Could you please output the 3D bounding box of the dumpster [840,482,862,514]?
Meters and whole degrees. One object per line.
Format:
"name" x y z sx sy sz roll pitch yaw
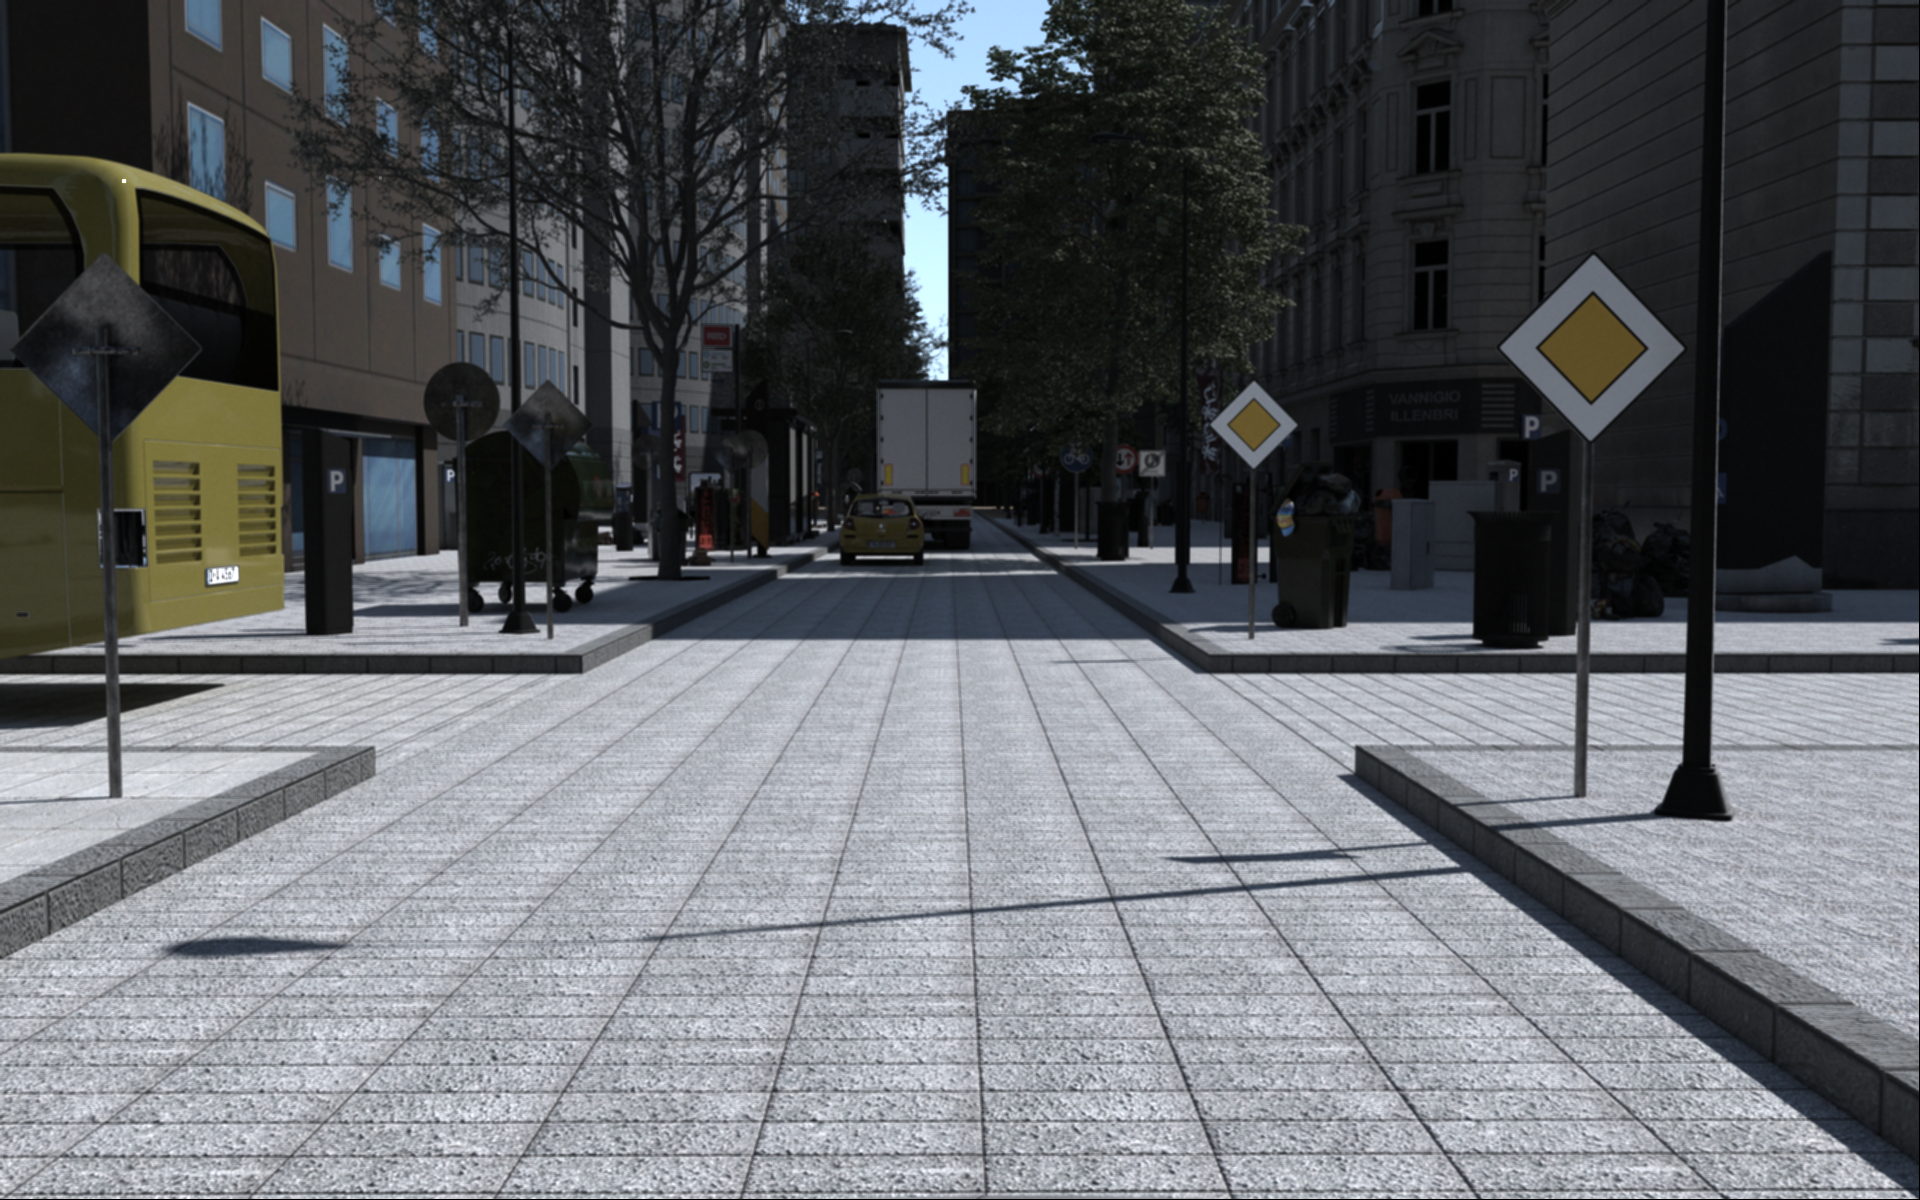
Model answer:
"dumpster" -5.236 -4.596 80.908 1.264 1.857 1.865 0 4 0

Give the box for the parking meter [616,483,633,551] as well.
"parking meter" -7.571 -1.875 39.068 0.372 1.533 0.369 0 3 0

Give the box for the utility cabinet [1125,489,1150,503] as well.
"utility cabinet" 8.050 -4.290 78.826 1.173 1.500 0.318 0 4 -5

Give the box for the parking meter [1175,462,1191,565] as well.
"parking meter" 4.070 -1.586 31.635 0.255 1.863 0.399 0 4 5

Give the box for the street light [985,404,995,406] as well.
"street light" 1.982 -7.152 89.477 1.470 5.913 1.316 0 4 0

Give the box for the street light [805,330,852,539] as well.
"street light" -3.758 -4.693 49.269 1.470 5.913 1.316 0 4 0

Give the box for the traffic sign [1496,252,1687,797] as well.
"traffic sign" 2.627 -0.223 7.281 0.795 2.450 0.064 0 4 0

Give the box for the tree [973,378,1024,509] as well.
"tree" 3.233 -13.690 149.593 9.928 11.665 9.643 0 3 0

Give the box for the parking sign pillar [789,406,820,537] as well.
"parking sign pillar" -4.985 -3.911 52.416 1.447 3.967 1.447 -2 4 -26

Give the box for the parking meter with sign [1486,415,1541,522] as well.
"parking meter with sign" 12.210 -2.608 38.899 0.543 3.016 1.738 -2 4 -23

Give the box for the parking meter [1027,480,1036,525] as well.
"parking meter" 2.940 -4.013 71.323 0.255 1.863 0.399 2 4 32

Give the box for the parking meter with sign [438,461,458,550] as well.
"parking meter with sign" -12.012 -2.683 40.127 1.738 3.016 0.543 3 4 36

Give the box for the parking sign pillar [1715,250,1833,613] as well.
"parking sign pillar" 8.946 -1.882 19.243 1.447 3.967 1.447 -1 4 -17

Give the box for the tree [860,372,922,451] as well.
"tree" -4.947 -12.789 134.847 9.928 11.665 9.643 0 3 0

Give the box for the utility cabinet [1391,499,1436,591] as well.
"utility cabinet" 6.146 -0.752 23.459 0.306 1.237 1.020 2 4 32

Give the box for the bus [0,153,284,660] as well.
"bus" -11.209 -1.239 11.811 12.252 3.916 2.896 0 4 -1

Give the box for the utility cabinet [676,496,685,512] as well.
"utility cabinet" -9.337 -2.744 56.019 1.020 1.237 0.306 3 5 42

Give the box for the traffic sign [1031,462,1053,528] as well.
"traffic sign" 2.696 -3.476 56.935 0.768 2.556 0.104 0 4 2

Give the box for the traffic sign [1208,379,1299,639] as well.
"traffic sign" 2.576 -0.711 15.266 0.795 2.450 0.064 0 4 0

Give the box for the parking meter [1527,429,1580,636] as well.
"parking meter" 5.407 -0.617 15.798 0.255 1.863 0.399 -3 5 -43

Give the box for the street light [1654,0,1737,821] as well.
"street light" 2.419 -2.095 6.790 1.470 5.913 1.316 0 4 0

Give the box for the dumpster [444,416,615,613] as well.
"dumpster" -4.812 -1.037 19.452 1.502 2.255 1.985 0 4 0

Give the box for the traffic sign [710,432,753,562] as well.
"traffic sign" -4.273 -1.910 32.422 0.795 2.450 0.064 0 4 1

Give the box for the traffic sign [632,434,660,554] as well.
"traffic sign" -6.605 -2.245 36.805 0.768 2.556 0.104 0 4 6

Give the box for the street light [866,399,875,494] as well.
"street light" -3.899 -6.736 82.675 1.470 5.913 1.316 0 4 0

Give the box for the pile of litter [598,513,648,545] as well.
"pile of litter" -8.732 -1.829 43.863 1.719 0.858 1.176 -1 4 -15

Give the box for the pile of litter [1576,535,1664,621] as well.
"pile of litter" 6.653 -0.255 18.139 1.719 0.858 1.176 -1 4 -21

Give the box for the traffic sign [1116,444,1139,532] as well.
"traffic sign" 4.196 -2.704 44.318 0.768 2.556 0.104 0 4 3

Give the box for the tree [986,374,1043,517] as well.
"tree" 3.597 -8.896 95.819 4.360 8.622 3.978 0 3 0

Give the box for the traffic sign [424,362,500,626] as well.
"traffic sign" -4.815 -1.017 16.737 0.768 2.556 0.104 0 4 7

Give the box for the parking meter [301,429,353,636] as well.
"parking meter" -5.779 -0.620 15.850 0.255 1.863 0.399 2 4 25

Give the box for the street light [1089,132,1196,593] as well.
"street light" 2.359 -3.051 22.427 1.470 5.913 1.316 0 4 0

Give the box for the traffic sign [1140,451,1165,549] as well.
"traffic sign" 4.478 -2.343 40.430 0.606 2.300 0.079 0 4 3

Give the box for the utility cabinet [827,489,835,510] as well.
"utility cabinet" -5.491 -3.993 73.962 0.318 1.500 1.173 0 4 -2

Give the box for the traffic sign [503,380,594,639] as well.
"traffic sign" -3.618 -0.710 15.247 0.795 2.450 0.064 0 4 0

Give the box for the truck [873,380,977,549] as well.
"truck" -1.036 -3.625 48.189 2.839 4.237 11.283 0 4 -2

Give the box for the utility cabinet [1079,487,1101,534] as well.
"utility cabinet" 4.178 -2.874 55.671 0.318 1.500 1.173 -1 4 -17

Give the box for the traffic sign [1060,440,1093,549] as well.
"traffic sign" 2.734 -2.480 40.659 0.768 2.556 0.104 0 4 4

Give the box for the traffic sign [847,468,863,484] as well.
"traffic sign" -5.132 -5.160 84.469 0.768 2.556 0.104 0 4 1

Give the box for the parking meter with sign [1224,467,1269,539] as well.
"parking meter with sign" 8.489 -3.276 49.816 1.738 3.016 0.543 1 4 23

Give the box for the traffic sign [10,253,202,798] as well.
"traffic sign" -3.567 -0.221 7.262 0.795 2.450 0.064 0 4 0

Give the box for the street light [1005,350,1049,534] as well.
"street light" 2.164 -5.094 55.832 1.470 5.913 1.316 0 4 0

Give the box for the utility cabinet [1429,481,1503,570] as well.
"utility cabinet" 8.419 -1.235 28.873 1.173 1.500 0.318 3 5 42

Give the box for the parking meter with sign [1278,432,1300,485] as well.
"parking meter with sign" 8.494 -2.878 43.309 0.543 3.016 1.738 -1 4 -21

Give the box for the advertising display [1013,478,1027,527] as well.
"advertising display" 2.533 -4.148 73.033 0.123 1.923 0.974 2 4 32

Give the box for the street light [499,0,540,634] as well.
"street light" -3.540 -2.650 15.863 1.470 5.913 1.316 0 4 0

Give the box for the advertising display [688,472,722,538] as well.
"advertising display" -7.369 -2.751 50.189 0.974 1.923 0.123 -1 4 -18

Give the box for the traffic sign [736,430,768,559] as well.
"traffic sign" -4.178 -2.091 34.296 0.768 2.556 0.104 1 4 9

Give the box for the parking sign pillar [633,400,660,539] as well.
"parking sign pillar" -8.973 -3.773 50.167 1.447 3.967 1.447 1 4 17

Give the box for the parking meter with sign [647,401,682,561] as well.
"parking meter with sign" -5.752 -2.271 33.393 0.543 3.016 1.738 -1 4 -17
